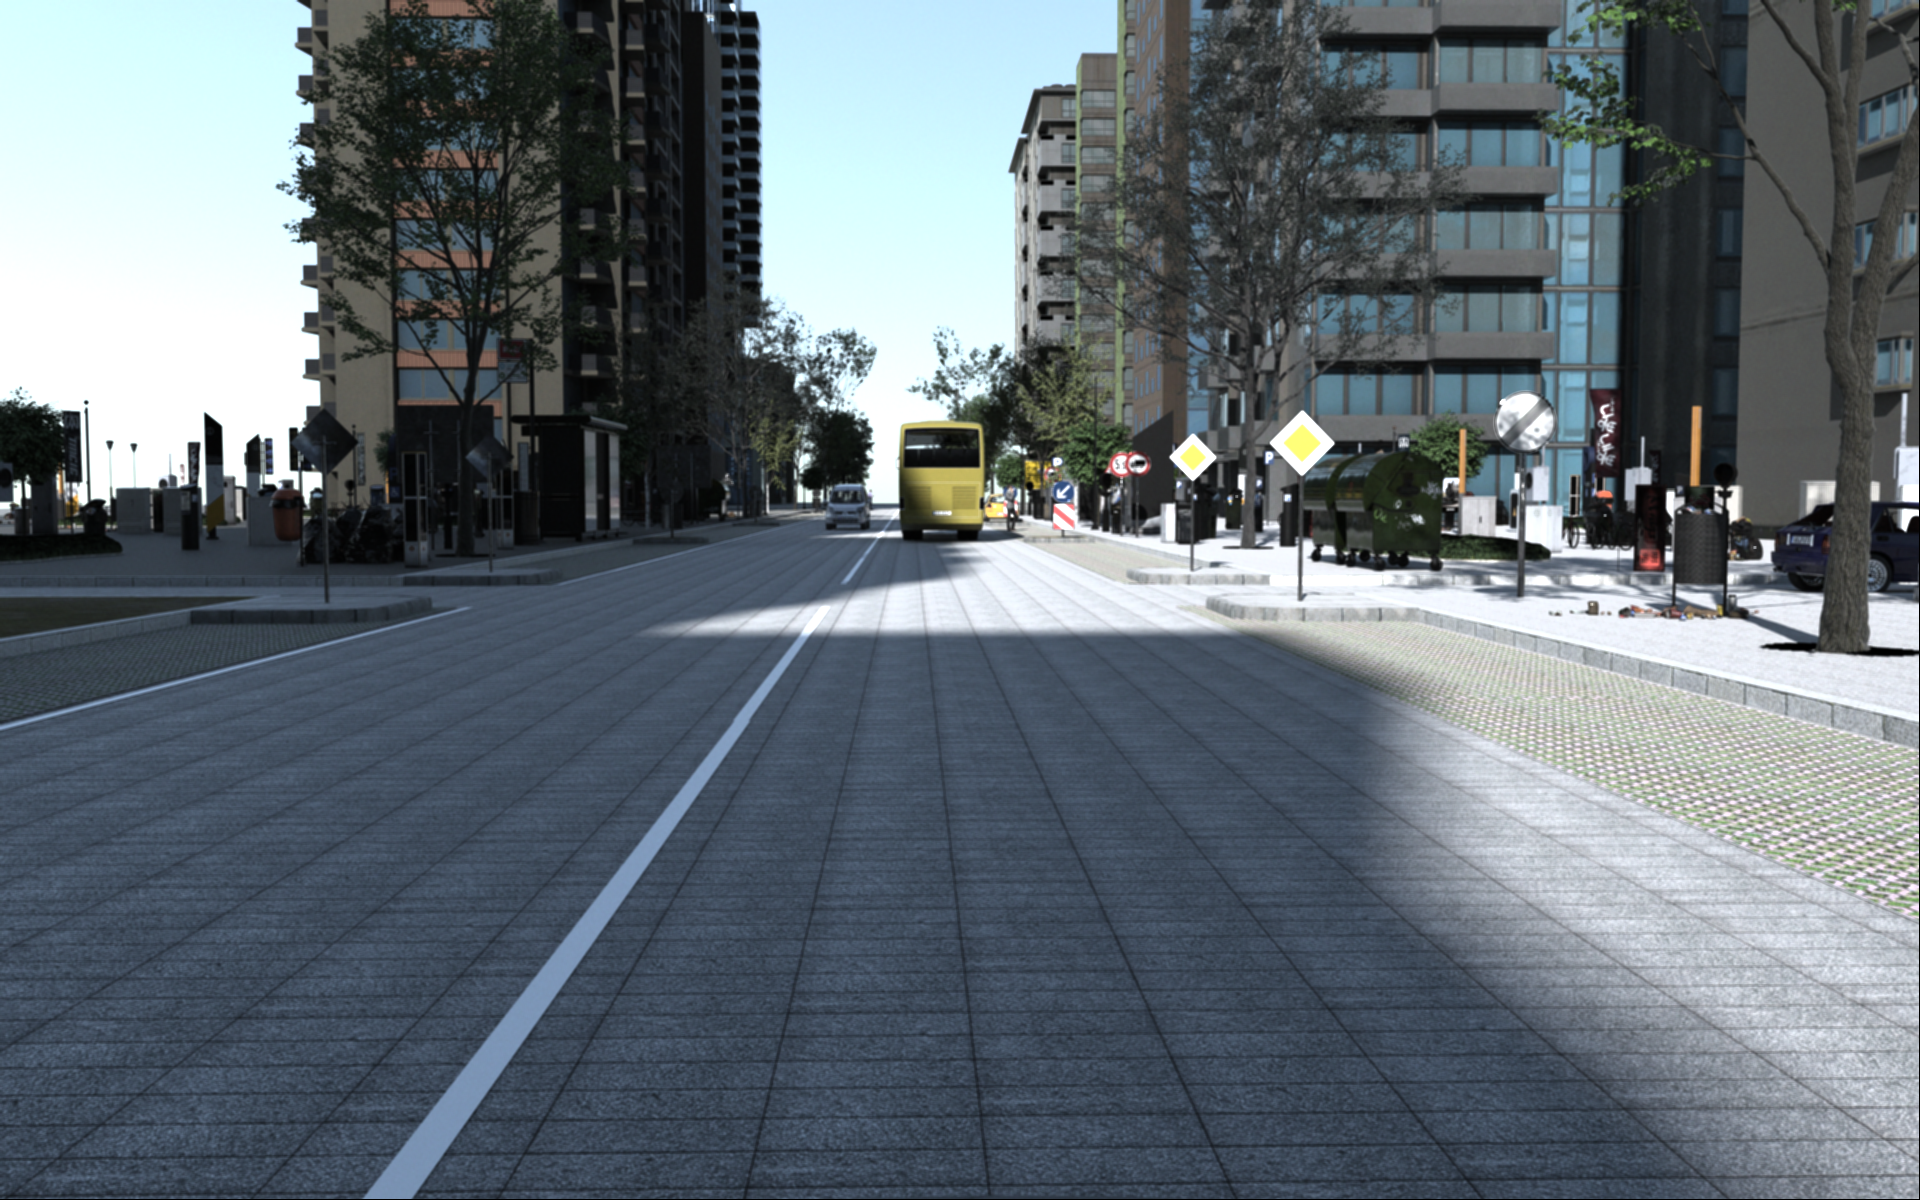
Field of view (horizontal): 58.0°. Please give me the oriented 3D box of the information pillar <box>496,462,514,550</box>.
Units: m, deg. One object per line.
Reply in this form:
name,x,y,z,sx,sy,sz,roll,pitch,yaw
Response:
information pillar,-10.562,-2.183,40.190,0.304,2.012,0.304,-3,5,-39

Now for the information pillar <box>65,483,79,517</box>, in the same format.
information pillar,-36.780,-4.910,71.638,0.504,3.616,0.183,-2,4,-27

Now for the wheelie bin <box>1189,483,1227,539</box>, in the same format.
wheelie bin,7.047,-2.557,49.711,0.693,1.594,0.980,3,4,38

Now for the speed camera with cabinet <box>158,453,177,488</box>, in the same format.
speed camera with cabinet,-38.603,-5.435,83.201,2.038,3.252,0.660,1,4,20

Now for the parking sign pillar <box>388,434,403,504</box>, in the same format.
parking sign pillar,-17.730,-4.077,55.130,1.447,3.967,1.447,0,4,7

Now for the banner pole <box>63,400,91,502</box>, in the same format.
banner pole,-23.368,-3.422,45.972,0.401,3.779,0.863,3,4,37

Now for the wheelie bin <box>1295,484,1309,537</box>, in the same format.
wheelie bin,10.318,-2.679,51.718,0.980,1.594,0.693,0,4,8

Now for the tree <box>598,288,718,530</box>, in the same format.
tree,-11.134,-6.844,62.254,4.360,8.622,3.978,0,3,0

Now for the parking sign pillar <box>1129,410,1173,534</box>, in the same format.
parking sign pillar,6.167,-4.104,55.567,1.447,3.967,1.447,0,4,2

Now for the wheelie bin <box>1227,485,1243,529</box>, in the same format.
wheelie bin,9.954,-3.368,62.976,0.693,1.594,0.980,1,4,8

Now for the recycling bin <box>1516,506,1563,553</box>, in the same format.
recycling bin,12.665,-1.547,37.856,0.722,1.027,0.722,-3,4,-38

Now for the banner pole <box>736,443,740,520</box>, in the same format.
banner pole,-10.869,-5.818,85.133,0.401,3.779,0.863,0,4,3

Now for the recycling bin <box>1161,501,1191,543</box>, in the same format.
recycling bin,5.694,-2.014,45.478,0.722,1.027,0.722,0,4,-7

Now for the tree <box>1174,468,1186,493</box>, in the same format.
tree,10.890,-5.736,88.380,1.663,3.219,1.824,0,3,0

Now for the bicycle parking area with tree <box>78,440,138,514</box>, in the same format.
bicycle parking area with tree,-46.211,-6.624,95.301,9.016,4.147,8.231,0,4,1

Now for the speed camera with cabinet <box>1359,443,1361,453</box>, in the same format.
speed camera with cabinet,15.532,-4.419,66.588,0.660,3.252,2.038,1,4,14

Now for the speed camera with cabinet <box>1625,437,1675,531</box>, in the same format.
speed camera with cabinet,24.142,-4.032,60.252,2.038,3.252,0.660,-1,4,-20

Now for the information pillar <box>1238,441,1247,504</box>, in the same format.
information pillar,12.096,-5.046,73.863,0.183,3.616,0.504,-3,5,-43

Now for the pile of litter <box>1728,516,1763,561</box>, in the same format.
pile of litter,14.966,-1.213,33.796,1.719,0.858,1.176,-2,4,-26

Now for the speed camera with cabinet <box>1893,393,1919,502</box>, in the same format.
speed camera with cabinet,18.388,-2.385,33.326,0.660,3.252,2.038,2,4,25

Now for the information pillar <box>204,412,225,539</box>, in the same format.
information pillar,-21.125,-3.529,49.046,0.504,3.616,0.183,-1,4,-22

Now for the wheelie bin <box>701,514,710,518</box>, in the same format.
wheelie bin,-13.545,-5.120,91.628,0.693,1.594,0.980,2,4,32

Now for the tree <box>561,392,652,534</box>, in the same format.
tree,-11.478,-4.429,56.125,4.285,4.588,4.351,0,3,0

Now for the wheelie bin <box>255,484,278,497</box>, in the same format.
wheelie bin,-21.413,-2.801,53.708,0.980,1.594,0.693,2,4,33

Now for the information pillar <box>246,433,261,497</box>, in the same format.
information pillar,-27.030,-4.585,66.317,0.504,3.616,0.183,-2,4,-28

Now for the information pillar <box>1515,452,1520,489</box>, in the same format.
information pillar,22.126,-4.712,68.398,0.504,3.616,0.183,-2,4,-27

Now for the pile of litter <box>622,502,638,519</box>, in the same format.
pile of litter,-16.900,-4.532,88.056,1.719,0.858,1.176,-1,4,-14

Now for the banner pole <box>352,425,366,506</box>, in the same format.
banner pole,-21.651,-4.425,62.363,0.863,3.779,0.401,3,4,36

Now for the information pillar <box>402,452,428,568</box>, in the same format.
information pillar,-9.491,-1.571,30.176,0.304,2.012,0.304,1,4,11

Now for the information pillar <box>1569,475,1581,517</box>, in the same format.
information pillar,23.862,-3.836,67.214,0.304,2.012,0.304,3,5,41

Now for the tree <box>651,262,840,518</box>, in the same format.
tree,-11.694,-11.160,92.829,12.009,13.543,11.850,0,3,0

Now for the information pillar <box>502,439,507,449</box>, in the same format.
information pillar,-19.395,-5.042,73.785,0.183,3.616,0.504,-2,4,-32

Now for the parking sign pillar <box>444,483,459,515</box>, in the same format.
parking sign pillar,-23.053,-5.538,79.017,1.447,3.967,1.447,1,4,10

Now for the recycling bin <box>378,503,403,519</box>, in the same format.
recycling bin,-15.033,-2.058,46.206,0.722,1.027,0.722,0,4,4

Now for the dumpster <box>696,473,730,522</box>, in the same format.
dumpster,-11.656,-4.828,81.435,1.502,2.255,1.985,0,4,-1

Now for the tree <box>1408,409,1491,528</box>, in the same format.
tree,18.693,-5.077,66.716,4.285,4.588,4.351,0,3,0

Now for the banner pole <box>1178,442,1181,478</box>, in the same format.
banner pole,10.422,-5.640,82.223,0.401,3.779,0.863,0,4,-3

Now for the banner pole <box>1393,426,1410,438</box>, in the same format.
banner pole,16.155,-4.506,63.686,0.863,3.779,0.401,3,5,42

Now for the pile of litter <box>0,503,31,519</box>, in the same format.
pile of litter,-48.730,-4.607,89.295,1.719,0.858,1.176,0,4,-8

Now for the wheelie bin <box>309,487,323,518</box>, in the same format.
wheelie bin,-30.419,-4.534,82.032,0.693,1.594,0.980,-3,5,-44

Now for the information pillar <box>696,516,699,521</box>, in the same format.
information pillar,-12.529,-5.592,82.782,0.183,3.616,0.504,0,4,-7

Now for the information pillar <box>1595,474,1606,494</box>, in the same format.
information pillar,21.995,-3.365,59.517,0.304,2.012,0.304,2,4,28

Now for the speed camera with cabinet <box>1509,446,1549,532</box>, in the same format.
speed camera with cabinet,19.018,-3.885,57.858,0.660,3.252,2.038,0,4,-3

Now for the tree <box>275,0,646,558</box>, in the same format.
tree,-9.984,-6.689,35.116,9.928,11.665,9.643,0,3,0

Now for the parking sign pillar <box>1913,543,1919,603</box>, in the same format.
parking sign pillar,12.053,-1.946,20.283,1.447,3.967,1.447,-3,5,-42

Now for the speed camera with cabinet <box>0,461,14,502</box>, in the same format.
speed camera with cabinet,-26.913,-3.254,47.532,0.660,3.252,2.038,0,4,8

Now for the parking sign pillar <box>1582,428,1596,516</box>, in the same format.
parking sign pillar,25.655,-5.005,70.301,1.447,3.967,1.447,0,4,6

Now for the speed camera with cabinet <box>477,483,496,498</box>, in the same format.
speed camera with cabinet,-22.241,-5.348,81.772,0.660,3.252,2.038,0,4,2
